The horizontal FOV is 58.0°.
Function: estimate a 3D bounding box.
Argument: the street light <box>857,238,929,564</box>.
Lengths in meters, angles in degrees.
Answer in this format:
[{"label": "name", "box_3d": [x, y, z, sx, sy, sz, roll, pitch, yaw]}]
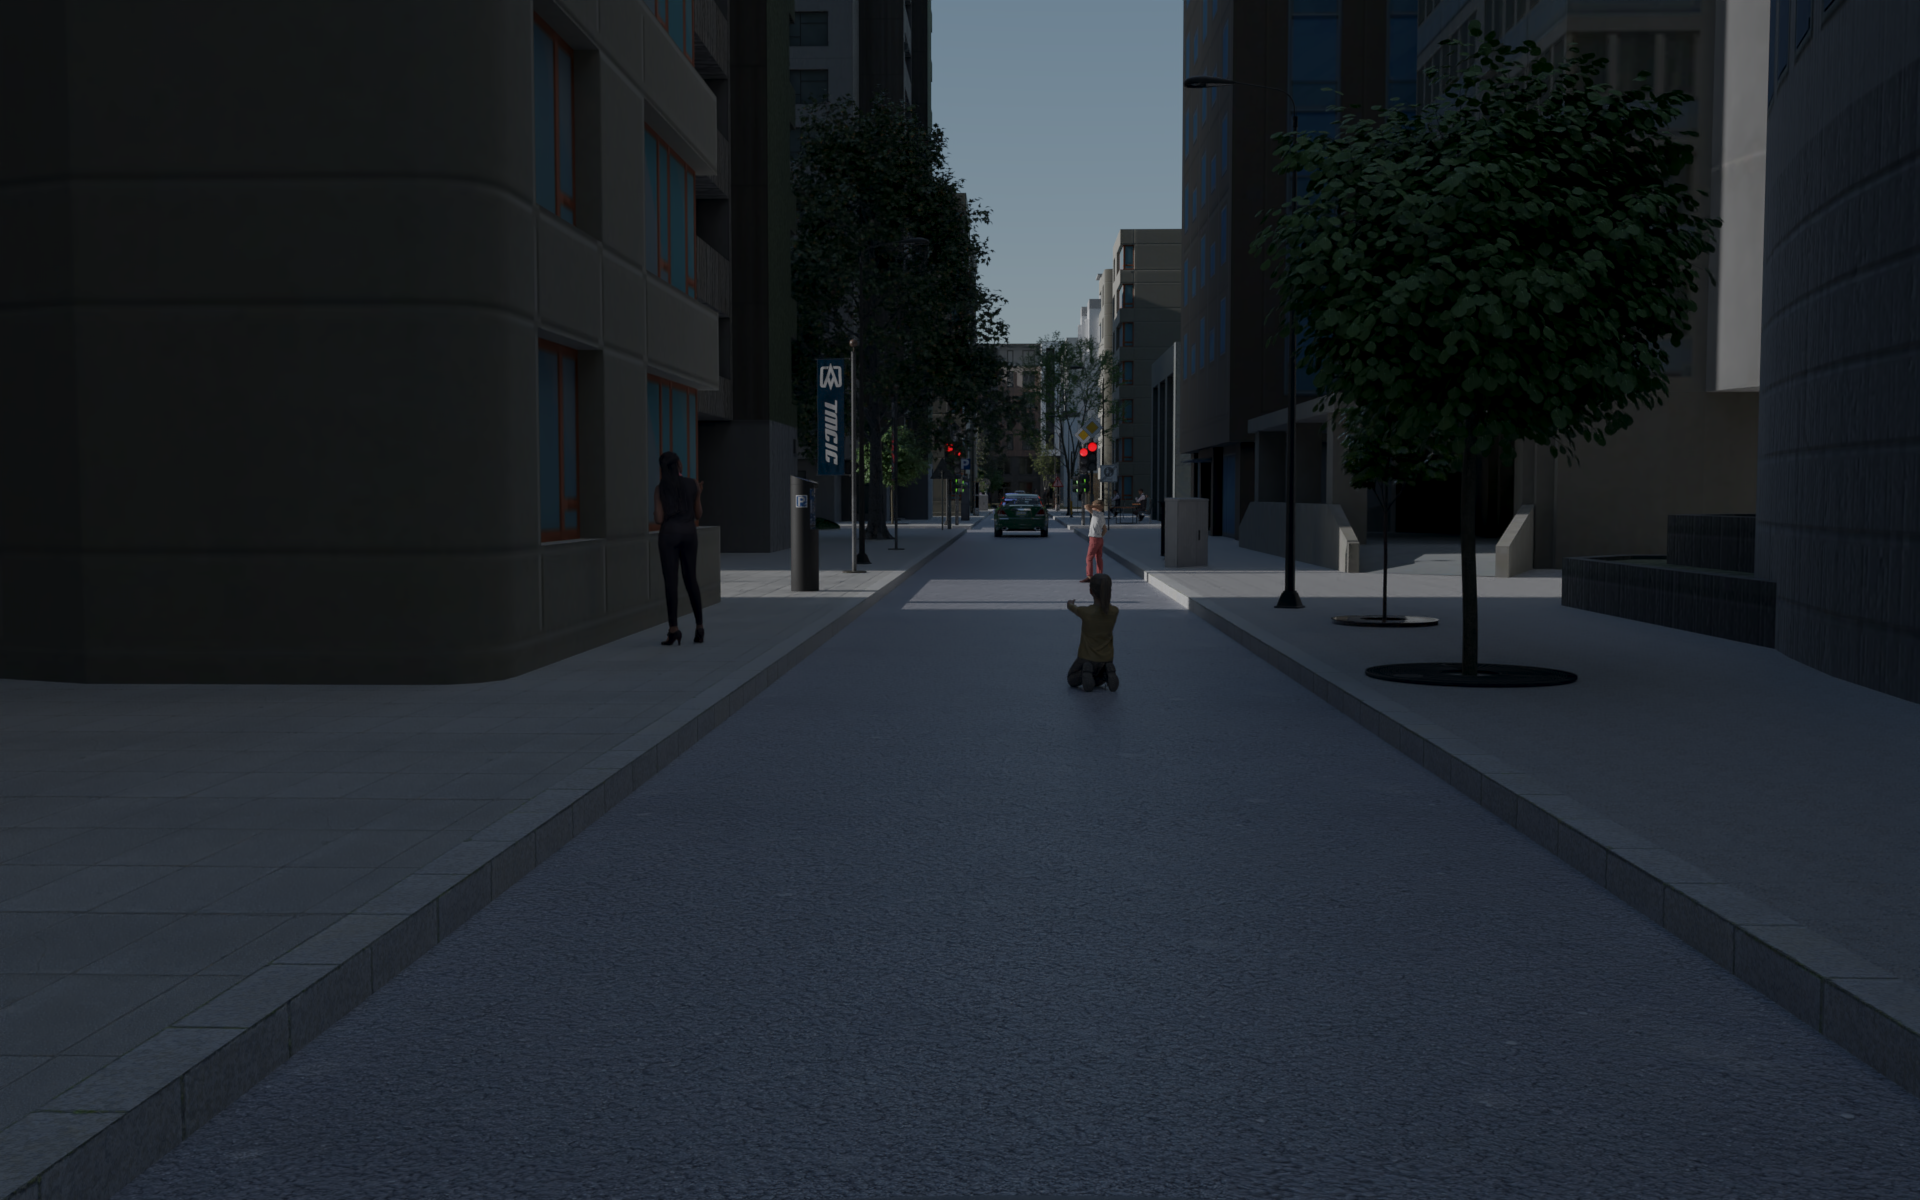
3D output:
[{"label": "street light", "box_3d": [-1.257, -3.610, 31.566, 1.470, 5.913, 1.316, 0, 4, 2]}]

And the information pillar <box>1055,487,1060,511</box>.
[{"label": "information pillar", "box_3d": [7.496, -7.859, 132.985, 0.304, 2.012, 0.304, 0, 4, -7]}]

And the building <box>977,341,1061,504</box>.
[{"label": "building", "box_3d": [9.091, -24.551, 245.376, 32.646, 21.610, 27.936, 0, 4, 2]}]

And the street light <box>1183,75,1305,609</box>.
[{"label": "street light", "box_3d": [3.179, -2.865, 19.388, 1.470, 5.913, 1.316, 0, 4, 2]}]

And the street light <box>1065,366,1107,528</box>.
[{"label": "street light", "box_3d": [4.654, -5.525, 62.873, 1.470, 5.913, 1.316, 0, 4, 2]}]

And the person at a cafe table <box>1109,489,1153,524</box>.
[{"label": "person at a cafe table", "box_3d": [7.534, -4.072, 75.092, 1.622, 1.524, 1.698, 1, 4, 15]}]

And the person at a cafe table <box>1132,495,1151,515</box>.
[{"label": "person at a cafe table", "box_3d": [10.641, -5.349, 98.323, 1.698, 1.238, 1.726, 1, 4, 13]}]

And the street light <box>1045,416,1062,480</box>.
[{"label": "street light", "box_3d": [5.895, -7.951, 102.546, 1.470, 5.913, 1.316, 0, 4, 2]}]

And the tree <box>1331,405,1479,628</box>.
[{"label": "tree", "box_3d": [4.118, -1.366, 16.929, 1.663, 3.219, 1.824, 0, 3, 0]}]

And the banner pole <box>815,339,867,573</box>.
[{"label": "banner pole", "box_3d": [-1.942, -2.333, 28.167, 0.863, 3.779, 0.401, 1, 4, 16]}]

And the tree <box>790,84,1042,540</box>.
[{"label": "tree", "box_3d": [-2.480, -8.061, 48.810, 9.611, 12.733, 9.660, 0, 3, 0]}]

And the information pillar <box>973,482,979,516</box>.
[{"label": "information pillar", "box_3d": [0.949, -5.958, 101.903, 0.304, 2.012, 0.304, -1, 4, -20]}]

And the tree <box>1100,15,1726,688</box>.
[{"label": "tree", "box_3d": [3.652, -1.734, 12.073, 4.285, 4.588, 4.351, 0, 3, 0]}]

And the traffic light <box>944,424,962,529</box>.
[{"label": "traffic light", "box_3d": [-0.368, -4.533, 63.033, 0.839, 4.253, 0.868, 0, 4, 2]}]

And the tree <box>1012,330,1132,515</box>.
[{"label": "tree", "box_3d": [6.978, -11.210, 109.037, 9.928, 11.665, 9.643, 0, 3, 0]}]

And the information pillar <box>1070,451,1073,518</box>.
[{"label": "information pillar", "box_3d": [6.102, -6.333, 94.907, 0.183, 3.616, 0.504, 0, 4, -2]}]

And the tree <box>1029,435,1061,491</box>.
[{"label": "tree", "box_3d": [10.009, -15.423, 202.527, 4.737, 8.622, 4.395, 0, 3, 0]}]

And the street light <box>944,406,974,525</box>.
[{"label": "street light", "box_3d": [0.030, -6.016, 70.900, 1.470, 5.913, 1.316, 0, 4, 2]}]

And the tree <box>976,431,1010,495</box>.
[{"label": "tree", "box_3d": [2.888, -13.636, 173.313, 4.360, 8.622, 3.978, 0, 3, 0]}]

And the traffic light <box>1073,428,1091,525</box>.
[{"label": "traffic light", "box_3d": [5.031, -5.012, 70.863, 0.839, 4.253, 0.868, 0, 4, 2]}]

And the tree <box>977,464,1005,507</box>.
[{"label": "tree", "box_3d": [3.585, -12.979, 195.923, 4.285, 4.588, 4.351, 0, 3, 0]}]

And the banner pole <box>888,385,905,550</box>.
[{"label": "banner pole", "box_3d": [-1.497, -3.028, 39.518, 0.401, 3.779, 0.863, 0, 4, 7]}]

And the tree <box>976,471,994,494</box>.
[{"label": "tree", "box_3d": [1.305, -8.822, 138.834, 1.663, 3.219, 1.824, 0, 3, 0]}]

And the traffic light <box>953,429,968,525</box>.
[{"label": "traffic light", "box_3d": [-0.108, -5.021, 71.014, 0.839, 4.253, 0.868, 0, 4, 2]}]

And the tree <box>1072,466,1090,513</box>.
[{"label": "tree", "box_3d": [8.179, -7.574, 118.428, 1.663, 3.219, 1.824, 0, 3, 0]}]

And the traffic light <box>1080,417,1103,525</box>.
[{"label": "traffic light", "box_3d": [4.771, -4.524, 62.882, 0.839, 4.253, 0.868, 0, 4, 2]}]

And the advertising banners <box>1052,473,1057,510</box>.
[{"label": "advertising banners", "box_3d": [7.785, -8.929, 142.174, 0.090, 3.025, 2.074, 1, 4, 13]}]

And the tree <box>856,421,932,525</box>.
[{"label": "tree", "box_3d": [-2.912, -5.485, 73.394, 4.285, 4.588, 4.351, 0, 3, 0]}]

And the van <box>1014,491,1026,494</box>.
[{"label": "van", "box_3d": [7.341, -12.521, 211.726, 2.013, 2.044, 4.112, 0, 4, 3]}]

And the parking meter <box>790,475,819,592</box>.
[{"label": "parking meter", "box_3d": [-2.050, -0.885, 22.881, 0.372, 1.533, 0.369, 0, 3, 0]}]

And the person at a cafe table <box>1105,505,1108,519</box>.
[{"label": "person at a cafe table", "box_3d": [7.721, -4.950, 89.441, 1.622, 1.524, 1.698, 1, 4, 8]}]
